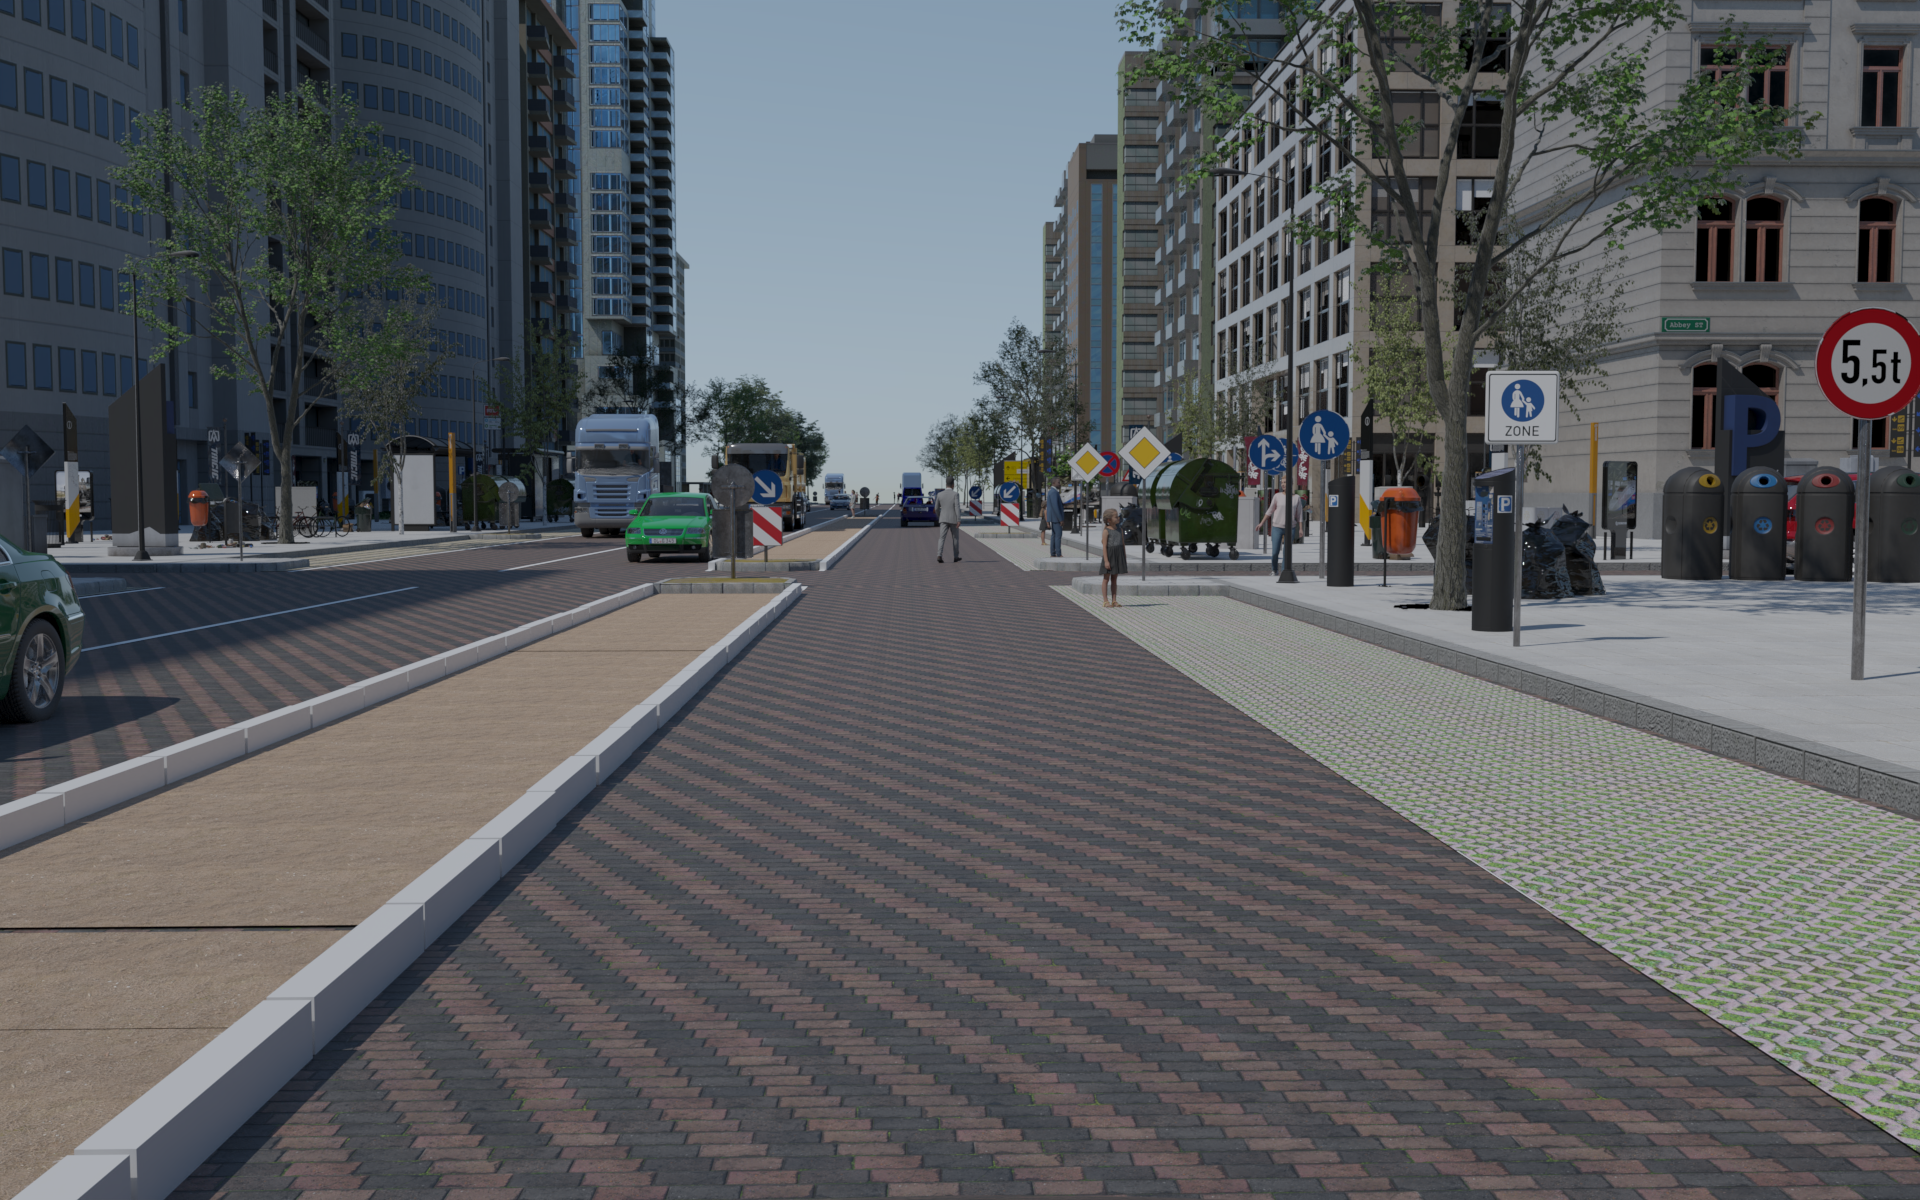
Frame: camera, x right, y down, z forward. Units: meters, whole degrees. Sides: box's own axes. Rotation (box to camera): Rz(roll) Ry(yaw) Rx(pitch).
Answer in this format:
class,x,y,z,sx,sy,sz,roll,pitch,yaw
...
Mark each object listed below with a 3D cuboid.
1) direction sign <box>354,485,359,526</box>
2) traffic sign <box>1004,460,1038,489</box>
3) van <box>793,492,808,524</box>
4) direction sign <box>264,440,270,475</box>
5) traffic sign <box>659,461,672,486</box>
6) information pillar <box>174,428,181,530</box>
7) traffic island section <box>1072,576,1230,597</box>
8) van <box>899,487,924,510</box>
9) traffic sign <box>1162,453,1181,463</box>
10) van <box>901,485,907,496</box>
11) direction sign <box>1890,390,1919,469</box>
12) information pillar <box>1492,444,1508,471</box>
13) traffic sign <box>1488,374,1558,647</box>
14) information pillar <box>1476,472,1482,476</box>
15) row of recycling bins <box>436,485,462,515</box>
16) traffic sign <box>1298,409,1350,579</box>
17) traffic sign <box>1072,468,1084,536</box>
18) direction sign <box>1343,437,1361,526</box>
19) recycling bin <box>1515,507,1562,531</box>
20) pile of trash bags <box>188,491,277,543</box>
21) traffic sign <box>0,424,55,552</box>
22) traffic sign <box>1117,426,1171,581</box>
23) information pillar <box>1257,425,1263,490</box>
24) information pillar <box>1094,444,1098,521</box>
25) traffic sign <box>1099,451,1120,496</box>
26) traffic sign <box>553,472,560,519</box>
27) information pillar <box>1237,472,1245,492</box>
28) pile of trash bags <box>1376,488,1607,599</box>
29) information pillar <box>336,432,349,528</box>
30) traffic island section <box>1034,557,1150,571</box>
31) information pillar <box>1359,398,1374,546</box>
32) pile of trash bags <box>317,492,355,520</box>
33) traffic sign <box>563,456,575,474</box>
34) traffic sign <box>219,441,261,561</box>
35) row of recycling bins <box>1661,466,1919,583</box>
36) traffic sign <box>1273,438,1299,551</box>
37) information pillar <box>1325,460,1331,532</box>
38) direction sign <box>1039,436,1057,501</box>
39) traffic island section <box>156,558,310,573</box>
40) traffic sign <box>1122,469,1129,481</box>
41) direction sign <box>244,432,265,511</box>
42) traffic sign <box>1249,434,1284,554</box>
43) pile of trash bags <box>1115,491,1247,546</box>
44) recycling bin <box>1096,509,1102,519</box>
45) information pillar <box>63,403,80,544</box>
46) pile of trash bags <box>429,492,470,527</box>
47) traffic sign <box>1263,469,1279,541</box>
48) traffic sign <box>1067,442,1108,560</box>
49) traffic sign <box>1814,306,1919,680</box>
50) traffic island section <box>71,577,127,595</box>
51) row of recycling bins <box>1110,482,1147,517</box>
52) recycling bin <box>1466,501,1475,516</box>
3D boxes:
class,x,y,z,sx,sy,sz,roll,pitch,yaw
direction sign,-24.326,-4.768,69.947,0.379,3.537,0.876,0,4,-6
traffic sign,3.762,-6.773,104.609,2.265,3.308,0.079,0,3,0
van,-8.112,-4.535,81.151,2.013,2.044,4.112,0,4,-2
direction sign,-29.092,-4.903,72.161,0.379,3.537,0.876,2,4,23
traffic sign,-19.116,-6.988,108.122,2.265,3.308,0.079,0,4,2
information pillar,-27.688,-4.272,61.199,0.183,3.616,0.504,-2,4,-26
traffic island section,2.733,-0.203,25.603,2.009,0.180,2.903,0,4,-2
van,-4.268,-9.146,153.913,2.240,2.365,5.245,0,4,-3
traffic sign,6.554,-3.260,53.413,0.768,2.556,0.104,0,4,0
van,-5.110,-10.826,181.394,2.240,2.365,5.245,0,4,-2
direction sign,20.113,-2.734,36.704,0.379,3.537,0.876,-2,4,-28
information pillar,10.919,-2.670,35.011,0.183,3.616,0.504,-1,4,-13
traffic sign,4.680,-0.756,14.496,0.606,2.300,0.079,0,4,0
information pillar,17.416,-3.264,57.866,0.304,2.012,0.304,0,4,-6
row of recycling bins,-23.371,-4.574,81.890,3.534,1.692,1.069,-2,4,-33
traffic sign,5.492,-1.597,26.210,0.768,2.556,0.104,0,4,3
traffic sign,3.687,-3.088,52.616,0.606,2.300,0.079,0,4,0
direction sign,15.646,-4.702,68.868,0.876,3.537,0.379,3,4,36
recycling bin,11.066,-1.270,33.311,0.722,1.027,0.722,-1,4,-21
pile of trash bags,-19.958,-2.271,46.886,1.912,1.369,3.447,0,4,0
traffic sign,-13.477,-1.309,25.049,0.795,2.450,0.064,0,4,-2
traffic sign,2.710,-1.338,25.525,0.795,2.450,0.064,0,4,-2
information pillar,10.201,-4.134,58.951,0.183,3.616,0.504,0,4,-5
information pillar,6.335,-5.511,81.465,0.183,3.616,0.504,-1,4,-14
traffic sign,4.363,-3.130,51.290,0.768,2.556,0.104,0,4,6
traffic sign,-20.887,-5.439,89.029,0.768,2.556,0.104,0,4,5
information pillar,9.134,-3.201,56.823,0.304,2.012,0.304,2,4,32
pile of trash bags,6.795,-0.799,22.817,1.912,1.369,3.447,-2,4,-31
information pillar,-23.222,-4.510,65.097,0.183,3.616,0.504,2,4,25
traffic island section,2.487,-0.691,33.584,2.009,0.180,2.903,0,4,-2
information pillar,10.002,-3.135,42.606,0.183,3.616,0.504,-1,4,-16
pile of trash bags,-31.179,-4.691,86.451,1.912,1.369,3.447,-2,4,-24
traffic sign,-20.120,-6.042,92.665,2.265,3.308,0.079,0,4,5
traffic sign,-13.723,-1.797,33.031,0.795,2.450,0.064,0,4,-2
row of recycling bins,12.331,-1.139,25.744,3.534,1.692,1.069,1,4,17
traffic sign,7.266,-2.391,39.200,0.768,2.556,0.104,0,4,1
information pillar,12.292,-4.073,57.942,0.183,3.616,0.504,2,4,28
direction sign,3.365,-4.666,68.283,0.379,3.537,0.876,-2,4,-30
traffic island section,-13.746,-0.661,33.092,2.009,0.180,2.903,0,4,-2
traffic sign,7.073,-4.341,70.972,0.884,2.594,0.081,0,4,6
direction sign,-26.049,-4.382,63.637,0.876,3.537,0.379,3,5,44
traffic sign,6.552,-2.264,37.120,0.768,2.556,0.104,0,4,-1
pile of trash bags,5.508,-2.072,43.630,3.447,1.369,1.912,1,4,11
recycling bin,7.503,-4.758,90.341,0.722,1.027,0.722,1,4,20
information pillar,-22.941,-3.263,44.703,0.183,3.616,0.504,0,4,4
pile of trash bags,-20.918,-3.666,69.691,1.912,1.369,3.447,-2,4,-25
traffic sign,8.531,-2.880,47.186,0.768,2.556,0.104,0,4,0
traffic sign,2.464,-1.827,33.507,0.795,2.450,0.064,0,4,-2
traffic sign,6.195,-0.720,11.879,0.768,2.556,0.104,0,4,-1
traffic island section,-13.501,-0.173,25.110,2.009,0.180,2.903,0,4,-2
row of recycling bins,6.644,-3.114,58.028,3.534,1.692,1.069,-2,4,-28
recycling bin,19.779,-3.313,66.722,0.722,1.027,0.722,-2,4,-33
